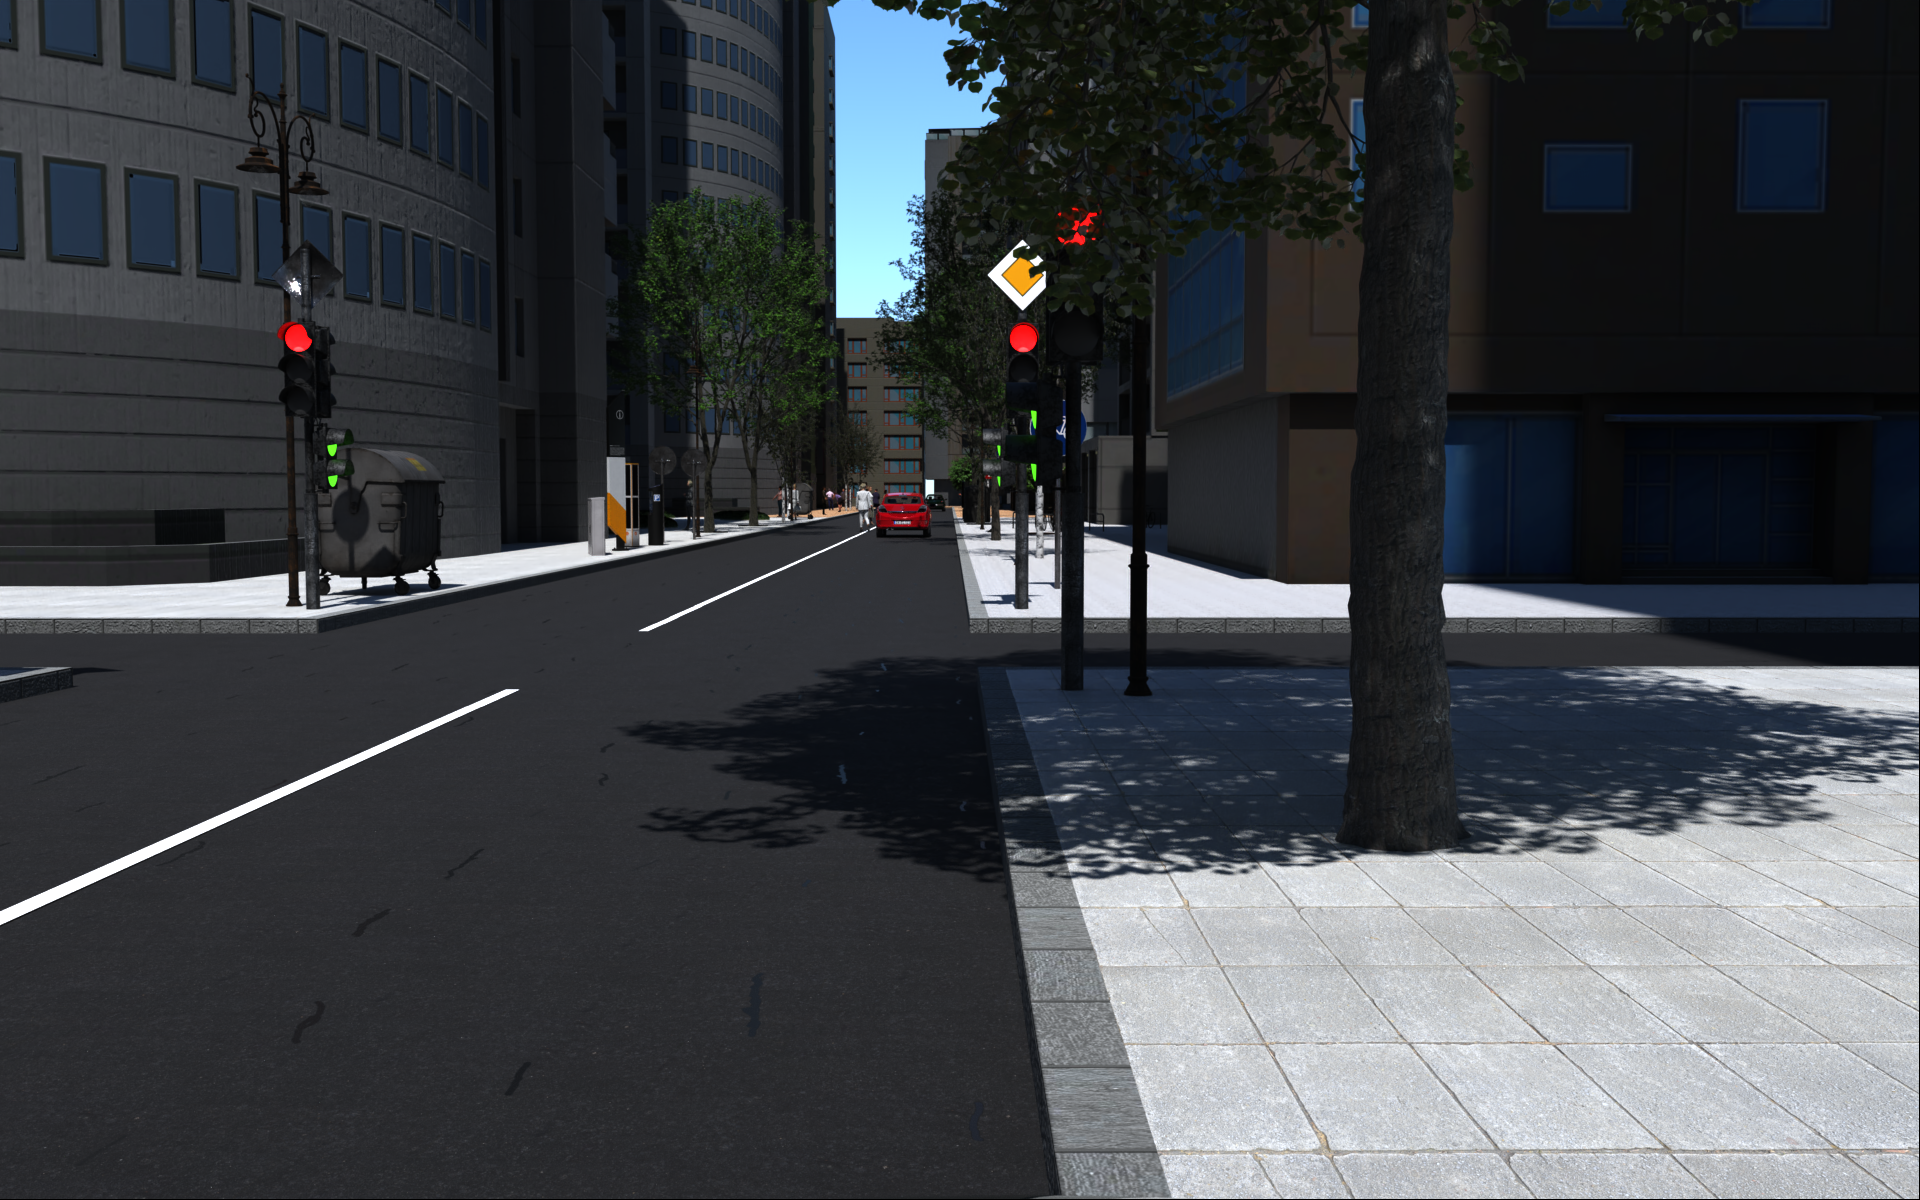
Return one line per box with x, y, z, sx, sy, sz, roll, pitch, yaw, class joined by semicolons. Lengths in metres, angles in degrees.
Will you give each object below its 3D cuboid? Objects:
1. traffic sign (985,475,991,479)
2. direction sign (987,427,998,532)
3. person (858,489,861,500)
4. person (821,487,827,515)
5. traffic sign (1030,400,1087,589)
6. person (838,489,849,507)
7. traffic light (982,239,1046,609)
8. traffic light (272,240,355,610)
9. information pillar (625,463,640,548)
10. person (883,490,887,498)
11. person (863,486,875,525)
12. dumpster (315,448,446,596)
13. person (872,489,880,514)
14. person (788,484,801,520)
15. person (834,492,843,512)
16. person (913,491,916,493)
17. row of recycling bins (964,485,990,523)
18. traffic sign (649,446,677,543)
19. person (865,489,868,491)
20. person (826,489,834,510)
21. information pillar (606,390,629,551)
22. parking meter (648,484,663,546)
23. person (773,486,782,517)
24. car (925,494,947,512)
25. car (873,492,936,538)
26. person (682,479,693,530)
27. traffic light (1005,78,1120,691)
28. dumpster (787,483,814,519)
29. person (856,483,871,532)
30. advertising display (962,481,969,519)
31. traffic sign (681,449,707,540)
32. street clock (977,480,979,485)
1.293;-3.665;59.921;0.884;2.594;0.081;0;4;7;traffic sign
1.104;-4.038;58.016;0.379;3.537;0.876;2;4;27;direction sign
-9.196;-9.260;158.368;0.530;1.710;0.541;1;4;18;person
-8.385;-6.181;107.825;0.721;1.735;1.217;0;4;-6;person
1.322;-1.423;23.378;0.768;2.556;0.104;0;4;3;traffic sign
-10.741;-9.358;159.590;0.990;1.755;0.434;1;4;17;person
0.672;-1.854;19.241;0.839;4.253;0.868;0;4;0;traffic light
-7.189;-1.851;19.179;0.839;4.253;0.868;0;4;0;traffic light
-7.915;-2.269;41.595;0.304;2.012;0.304;2;4;25;information pillar
-5.282;-7.104;125.367;0.721;1.735;1.217;1;4;19;person
-4.270;-4.399;80.653;0.641;1.798;0.478;1;4;22;person
-7.572;-1.026;22.542;1.264;1.857;1.865;0;4;0;dumpster
-5.459;-6.192;110.186;0.683;1.767;0.568;-1;4;-20;person
-8.173;-4.827;85.319;0.624;1.780;0.694;-3;5;-45;person
-8.727;-7.020;124.059;0.697;1.427;0.421;1;4;17;person
-3.172;-6.656;118.796;0.593;1.643;0.415;2;4;24;person
0.829;-4.399;79.037;1.069;1.692;3.534;1;4;8;row of recycling bins
-7.845;-2.787;45.665;0.768;2.556;0.104;1;4;9;traffic sign
-8.241;-9.059;154.878;0.721;1.735;1.217;0;4;6;person
-10.295;-7.957;137.074;0.756;1.711;0.436;0;4;1;person
-7.731;-2.914;39.006;0.183;3.616;0.504;3;4;39;information pillar
-7.603;-2.131;43.249;0.372;1.533;0.369;0;3;0;parking meter
-10.167;-5.546;97.431;0.721;1.736;1.217;-3;5;-40;person
-2.075;-8.152;143.074;2.009;1.686;4.222;0;4;1;car
-1.886;-3.032;58.619;2.155;1.783;4.494;0;4;0;car
-9.563;-3.356;61.094;0.526;1.800;0.537;0;4;-7;person
0.719;-1.366;11.256;0.839;4.253;0.868;0;4;0;traffic light
-8.130;-5.043;88.205;1.264;1.857;1.865;0;4;0;dumpster
-3.644;-3.500;65.605;0.514;1.842;0.818;-1;4;-21;person
0.280;-5.083;88.322;0.123;1.923;0.974;1;4;17;advertising display
-7.476;-2.970;48.663;0.768;2.556;0.104;0;4;6;traffic sign
0.974;-5.031;86.830;0.358;2.002;0.471;-2;4;-31;street clock
